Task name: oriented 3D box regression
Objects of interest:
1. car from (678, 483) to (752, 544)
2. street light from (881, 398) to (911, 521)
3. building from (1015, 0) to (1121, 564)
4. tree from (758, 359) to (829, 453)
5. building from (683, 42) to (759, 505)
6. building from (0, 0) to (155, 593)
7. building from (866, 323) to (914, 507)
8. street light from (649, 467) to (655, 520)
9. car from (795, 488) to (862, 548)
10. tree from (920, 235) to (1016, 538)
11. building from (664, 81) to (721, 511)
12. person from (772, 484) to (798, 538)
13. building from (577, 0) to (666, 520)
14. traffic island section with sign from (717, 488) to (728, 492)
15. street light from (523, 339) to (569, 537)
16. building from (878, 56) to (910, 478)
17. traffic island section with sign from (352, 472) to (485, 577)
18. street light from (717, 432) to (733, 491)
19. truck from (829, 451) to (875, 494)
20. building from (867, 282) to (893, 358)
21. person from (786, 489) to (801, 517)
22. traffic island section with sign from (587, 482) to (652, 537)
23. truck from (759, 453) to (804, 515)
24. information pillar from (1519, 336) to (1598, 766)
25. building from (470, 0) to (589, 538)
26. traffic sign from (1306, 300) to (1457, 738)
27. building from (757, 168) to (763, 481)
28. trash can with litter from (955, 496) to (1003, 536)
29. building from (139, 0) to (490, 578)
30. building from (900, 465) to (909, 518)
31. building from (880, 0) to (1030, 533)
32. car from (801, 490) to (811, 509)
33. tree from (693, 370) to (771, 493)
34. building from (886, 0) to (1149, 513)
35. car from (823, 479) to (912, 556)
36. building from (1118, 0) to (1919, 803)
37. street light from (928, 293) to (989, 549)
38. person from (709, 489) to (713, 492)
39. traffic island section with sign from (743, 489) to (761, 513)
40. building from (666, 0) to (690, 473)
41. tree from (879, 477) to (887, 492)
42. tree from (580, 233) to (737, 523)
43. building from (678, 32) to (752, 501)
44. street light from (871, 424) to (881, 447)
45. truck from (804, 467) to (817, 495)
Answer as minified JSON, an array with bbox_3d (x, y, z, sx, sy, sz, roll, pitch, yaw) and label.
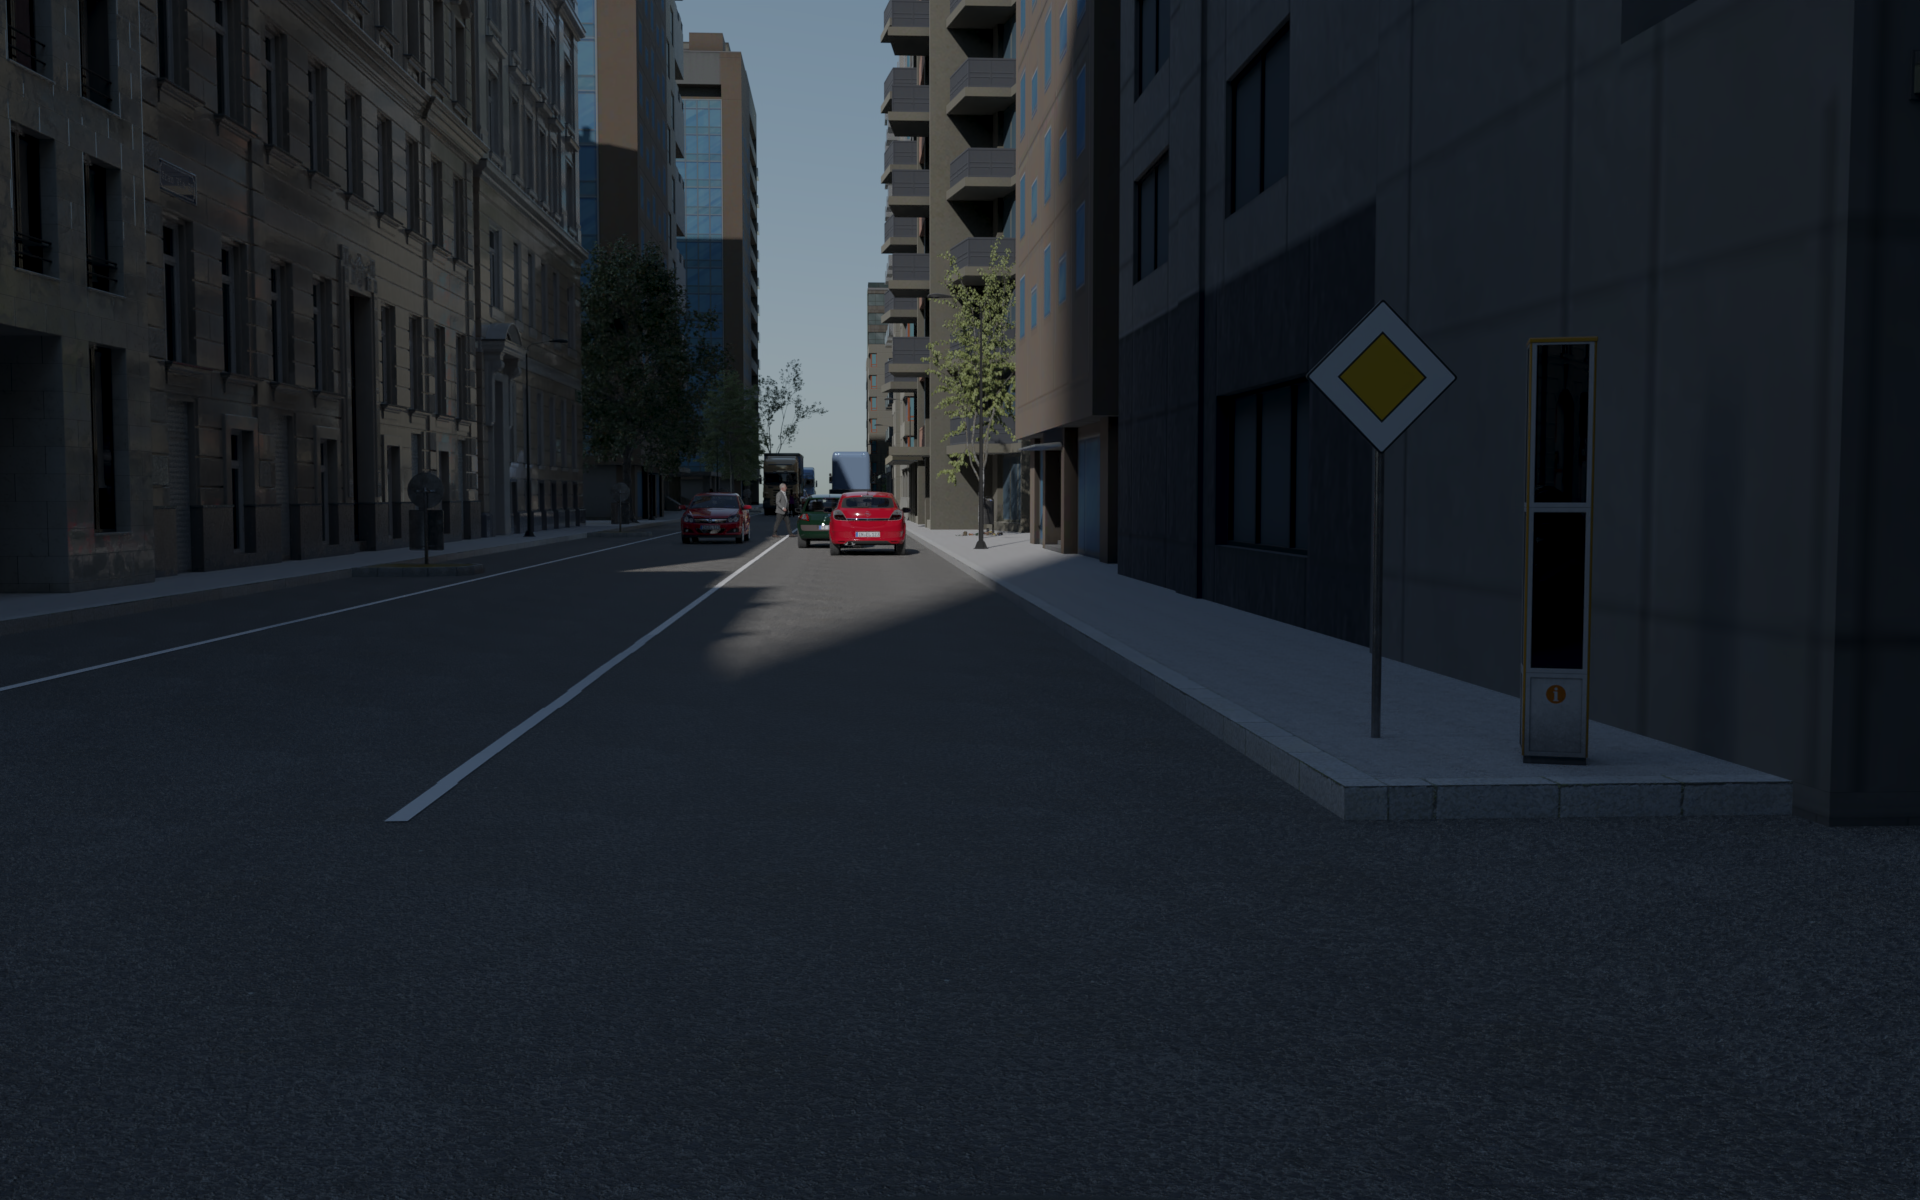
[{"bbox_3d":[-7.238,-2.595,51.467,2.155,1.783,4.494,0,4,-3],"label":"car"},{"bbox_3d":[-2.947,-6.795,83.636,1.470,5.913,1.316,0,4,-4],"label":"street light"},{"bbox_3d":[8.805,-23.698,37.569,14.600,45.320,14.200,0,4,-4],"label":"building"},{"bbox_3d":[-25.096,-23.607,241.864,12.611,20.169,13.585,0,3,0],"label":"tree"},{"bbox_3d":[-33.424,-34.640,190.063,21.300,48.544,21.600,0,4,-4],"label":"building"},{"bbox_3d":[-16.334,-9.855,15.885,10.420,20.320,16.860,0,4,-4],"label":"building"},{"bbox_3d":[2.329,-22.647,215.322,27.650,21.520,28.899,0,4,-4],"label":"building"},{"bbox_3d":[-14.612,-6.878,84.997,1.470,5.913,1.316,0,4,-4],"label":"street light"},{"bbox_3d":[-3.508,-2.285,47.149,2.009,1.686,4.222,0,4,-3],"label":"car"},{"bbox_3d":[0.697,-6.113,50.316,4.737,8.622,4.395,0,3,0],"label":"tree"},{"bbox_3d":[-35.406,-27.128,135.416,32.217,40.220,23.993,0,4,-4],"label":"building"},{"bbox_3d":[-5.775,-2.944,57.039,0.834,1.777,0.661,1,4,9],"label":"person"},{"bbox_3d":[-22.794,-26.858,89.231,14.600,45.320,14.200,0,4,-4],"label":"building"},{"bbox_3d":[-14.684,-6.049,107.526,1.989,1.847,2.006,0,4,-4],"label":"traffic island section with sign"},{"bbox_3d":[-12.406,-4.854,51.909,1.470,5.913,1.316,0,4,-4],"label":"street light"},{"bbox_3d":[3.270,-34.567,184.774,23.786,49.044,30.456,0,4,-4],"label":"building"},{"bbox_3d":[-9.614,-1.365,30.952,1.989,1.847,2.006,0,4,-4],"label":"traffic island section with sign"},{"bbox_3d":[-17.601,-9.599,129.479,1.470,5.913,1.316,0,4,-4],"label":"street light"},{"bbox_3d":[-6.679,-6.959,103.545,2.967,4.110,18.799,0,4,-2],"label":"truck"},{"bbox_3d":[-5.650,-28.429,236.518,14.160,30.474,14.107,0,4,-4],"label":"building"},{"bbox_3d":[-10.425,-5.983,107.006,1.217,1.739,0.721,-1,4,-19],"label":"person"},{"bbox_3d":[-11.413,-3.033,58.215,1.989,1.847,2.006,0,4,-4],"label":"traffic island section with sign"},{"bbox_3d":[-12.244,-8.027,120.150,2.839,4.237,11.283,0,4,-3],"label":"truck"},{"bbox_3d":[2.857,-0.232,8.288,0.304,2.012,0.304,1,4,16],"label":"information pillar"},{"bbox_3d":[-20.725,-16.717,59.220,13.634,28.700,20.117,0,4,-4],"label":"building"},{"bbox_3d":[2.187,-0.331,9.061,0.795,2.450,0.064,0,4,-4],"label":"traffic sign"},{"bbox_3d":[-36.588,-36.535,216.962,23.786,49.044,30.456,0,4,-4],"label":"building"},{"bbox_3d":[0.535,-2.607,53.687,1.678,1.210,2.233,3,5,41],"label":"trash can with litter"},{"bbox_3d":[-18.663,-14.649,36.781,12.463,27.353,25.104,0,4,-4],"label":"building"},{"bbox_3d":[12.866,-24.829,97.837,32.217,40.220,23.993,0,4,-4],"label":"building"},{"bbox_3d":[7.986,-25.389,69.738,22.147,44.769,28.867,0,4,-4],"label":"building"},{"bbox_3d":[-13.053,-7.925,138.249,2.281,1.827,5.304,0,4,-5],"label":"car"},{"bbox_3d":[-21.179,-14.695,158.392,7.486,12.596,7.792,0,3,0],"label":"tree"},{"bbox_3d":[4.051,-43.465,148.903,20.563,71.187,20.611,0,4,-4],"label":"building"},{"bbox_3d":[-2.233,-2.006,41.842,2.155,1.783,4.494,0,4,-3],"label":"car"},{"bbox_3d":[13.350,-35.343,16.112,20.611,71.187,20.563,0,4,-4],"label":"building"},{"bbox_3d":[-0.050,-4.140,40.231,1.470,5.913,1.316,0,4,-4],"label":"street light"},{"bbox_3d":[-13.816,-5.278,95.524,0.721,1.735,1.217,0,4,1],"label":"person"},{"bbox_3d":[-16.471,-7.701,134.535,1.989,1.847,2.006,0,4,-4],"label":"traffic island section with sign"},{"bbox_3d":[-31.900,-31.805,109.257,28.713,52.752,27.495,0,4,-4],"label":"building"},{"bbox_3d":[-6.740,-10.629,168.388,1.663,3.219,1.824,0,3,0],"label":"tree"},{"bbox_3d":[-14.687,-9.739,76.241,9.611,12.733,9.660,0,3,0],"label":"tree"},{"bbox_3d":[-28.175,-31.957,172.602,14.600,45.320,14.200,0,4,-4],"label":"building"},{"bbox_3d":[-4.968,-8.706,114.876,1.470,5.913,1.316,0,4,-4],"label":"street light"},{"bbox_3d":[-16.084,-11.584,179.154,2.967,4.110,18.799,0,4,-4],"label":"truck"}]
